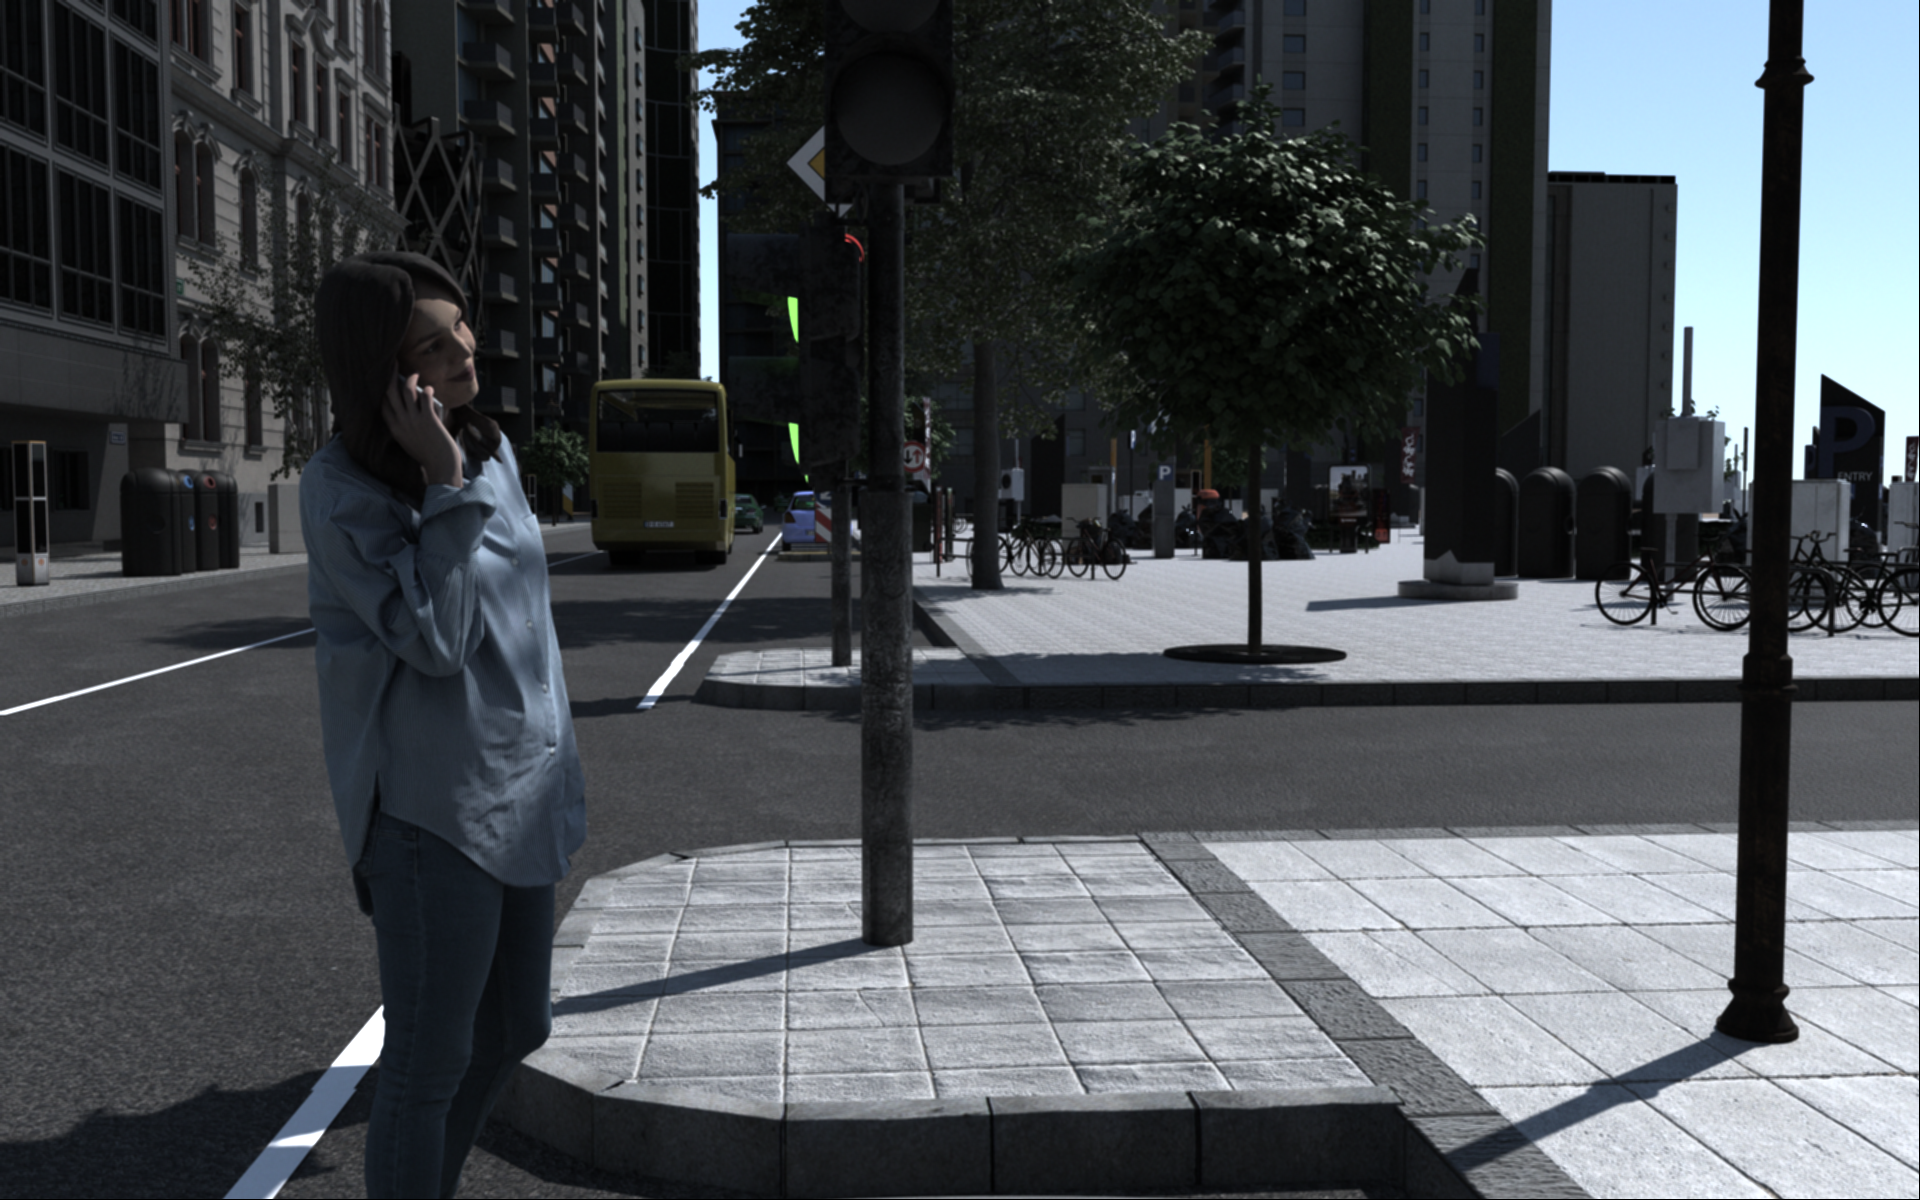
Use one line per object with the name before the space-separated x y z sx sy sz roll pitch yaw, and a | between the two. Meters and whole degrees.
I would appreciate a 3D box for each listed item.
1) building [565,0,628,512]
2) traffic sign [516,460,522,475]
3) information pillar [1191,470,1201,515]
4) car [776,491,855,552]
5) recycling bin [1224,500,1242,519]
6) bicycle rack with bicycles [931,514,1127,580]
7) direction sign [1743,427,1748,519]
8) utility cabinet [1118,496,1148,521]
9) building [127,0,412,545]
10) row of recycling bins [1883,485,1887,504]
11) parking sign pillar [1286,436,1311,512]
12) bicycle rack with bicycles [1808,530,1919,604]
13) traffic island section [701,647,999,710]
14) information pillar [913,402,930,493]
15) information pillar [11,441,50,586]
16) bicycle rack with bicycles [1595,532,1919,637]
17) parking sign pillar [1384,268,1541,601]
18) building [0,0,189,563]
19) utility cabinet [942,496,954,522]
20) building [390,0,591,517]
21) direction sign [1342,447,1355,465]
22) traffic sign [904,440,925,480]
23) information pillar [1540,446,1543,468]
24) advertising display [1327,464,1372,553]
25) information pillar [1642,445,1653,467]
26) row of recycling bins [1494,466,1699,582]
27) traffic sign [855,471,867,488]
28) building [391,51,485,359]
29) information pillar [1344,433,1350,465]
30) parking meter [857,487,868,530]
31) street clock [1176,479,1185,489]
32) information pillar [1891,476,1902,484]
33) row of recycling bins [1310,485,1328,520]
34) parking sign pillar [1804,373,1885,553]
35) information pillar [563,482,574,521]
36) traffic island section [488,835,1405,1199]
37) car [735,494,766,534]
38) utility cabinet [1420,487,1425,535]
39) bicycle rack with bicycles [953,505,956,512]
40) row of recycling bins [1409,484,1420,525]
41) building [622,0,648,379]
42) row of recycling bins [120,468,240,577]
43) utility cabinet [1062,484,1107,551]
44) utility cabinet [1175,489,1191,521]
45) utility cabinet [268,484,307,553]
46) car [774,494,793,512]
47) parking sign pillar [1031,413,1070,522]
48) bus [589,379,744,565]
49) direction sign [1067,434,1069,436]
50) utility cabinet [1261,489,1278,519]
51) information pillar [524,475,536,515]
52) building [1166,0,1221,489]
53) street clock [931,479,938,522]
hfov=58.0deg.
building | -31.304 -26.808 121.901 14.154 41.232 14.086 0 4 -5
traffic sign | -16.136 -3.802 62.265 0.768 2.556 0.104 0 4 3
information pillar | 7.276 -2.993 53.431 0.304 2.012 0.304 0 4 7
car | -3.541 -2.018 42.587 1.945 1.707 3.694 0 4 -6
recycling bin | 12.408 -4.042 78.644 0.722 1.027 0.722 0 4 1
bicycle rack with bicycles | 0.884 -0.805 26.552 2.852 0.926 2.925 -1 4 -23
direction sign | 26.598 -4.079 58.697 0.379 3.537 0.876 2 4 31
utility cabinet | 5.724 -2.819 57.250 1.020 1.237 0.306 -2 4 -31
building | -24.853 -15.976 48.595 14.401 28.519 23.554 0 4 -5
row of recycling bins | 39.600 -4.179 75.444 1.069 1.692 3.534 -3 5 -40
parking sign pillar | 12.400 -4.586 63.459 1.447 3.967 1.447 -1 4 -12
bicycle rack with bicycles | 12.709 -0.492 21.432 2.925 0.926 2.852 -3 4 -36
traffic island section | -0.861 0.571 12.939 2.009 0.180 2.903 0 4 -5
information pillar | -0.979 -3.208 43.798 0.504 3.616 0.183 2 4 33
information pillar | -12.958 -1.203 24.156 0.304 2.012 0.304 1 4 14
bicycle rack with bicycles | 8.017 -0.194 16.559 2.852 0.926 2.925 -2 4 -34
parking sign pillar | 6.180 -2.014 21.397 1.447 3.967 1.447 0 4 -5
building | -22.693 -14.157 24.975 14.314 27.812 24.014 0 4 -5
utility cabinet | -0.653 -3.805 73.372 0.306 1.237 1.020 -2 4 -31
building | -33.666 -27.245 100.081 22.147 44.769 28.867 0 4 -5
direction sign | 18.679 -5.589 83.377 0.876 3.537 0.379 -2 4 -33
traffic sign | -1.126 -2.517 41.264 0.768 2.556 0.104 0 4 3
information pillar | 28.517 -5.729 85.031 0.183 3.616 0.504 1 4 14
advertising display | 8.465 -1.986 37.679 0.974 1.923 0.123 3 4 39
information pillar | 32.508 -5.536 81.872 0.504 3.616 0.183 3 4 38
row of recycling bins | 9.389 -1.174 26.301 3.534 1.692 1.069 3 5 40
traffic sign | -4.820 -5.225 85.532 0.768 2.556 0.104 0 4 0
building | -27.967 -12.336 69.153 16.820 18.784 16.811 0 4 -5
information pillar | 14.249 -4.433 63.832 0.183 3.616 0.504 0 4 -6
parking meter | -3.518 -3.311 62.550 0.372 1.533 0.369 0 3 0
street clock | 10.660 -4.842 83.732 0.358 2.002 0.471 -1 4 -23
information pillar | 37.241 -3.939 68.892 0.304 2.012 0.304 -3 4 -39
row of recycling bins | 16.280 -4.195 75.708 1.069 1.692 3.534 -1 4 -17
parking sign pillar | 19.667 -3.048 38.300 1.447 3.967 1.447 3 5 39
information pillar | -18.915 -5.638 83.533 0.504 3.616 0.183 -2 4 -29
traffic island section | -0.186 1.058 4.982 2.009 0.180 2.903 0 4 -5
car | -8.187 -3.160 63.459 2.131 1.459 4.920 0 4 -4
utility cabinet | 14.444 -2.762 53.832 0.318 1.500 1.173 1 4 14
bicycle rack with bicycles | -0.854 -2.675 57.112 2.925 0.926 2.852 -1 4 -21
row of recycling bins | 19.166 -4.095 74.069 1.069 1.692 3.534 1 4 12
building | -38.139 -31.977 146.530 21.600 48.544 21.300 0 4 -5
row of recycling bins | -12.814 -1.305 28.449 1.069 1.692 3.534 0 4 -4
utility cabinet | 2.705 -1.767 37.571 0.318 1.500 1.173 -3 4 -37
utility cabinet | 9.088 -3.845 71.551 1.173 1.500 0.318 -2 4 -33
utility cabinet | -14.386 -1.761 37.468 0.318 1.500 1.173 2 4 28
car | -14.338 -8.173 142.426 1.959 1.807 4.718 0 4 -4
parking sign pillar | 3.022 -4.245 57.882 1.447 3.967 1.447 2 4 32
bus | -6.265 -2.842 38.018 2.896 3.916 12.252 0 4 -7
direction sign | 3.878 -4.441 64.613 0.379 3.537 0.876 2 4 29
utility cabinet | 14.121 -4.376 80.225 1.173 1.500 0.318 0 4 -5
information pillar | -16.528 -3.800 66.623 0.304 2.012 0.304 3 5 44
building | 6.062 -28.746 124.615 22.147 44.769 28.867 0 4 -5
street clock | -1.152 -4.087 71.390 0.358 2.002 0.471 -3 5 -42
